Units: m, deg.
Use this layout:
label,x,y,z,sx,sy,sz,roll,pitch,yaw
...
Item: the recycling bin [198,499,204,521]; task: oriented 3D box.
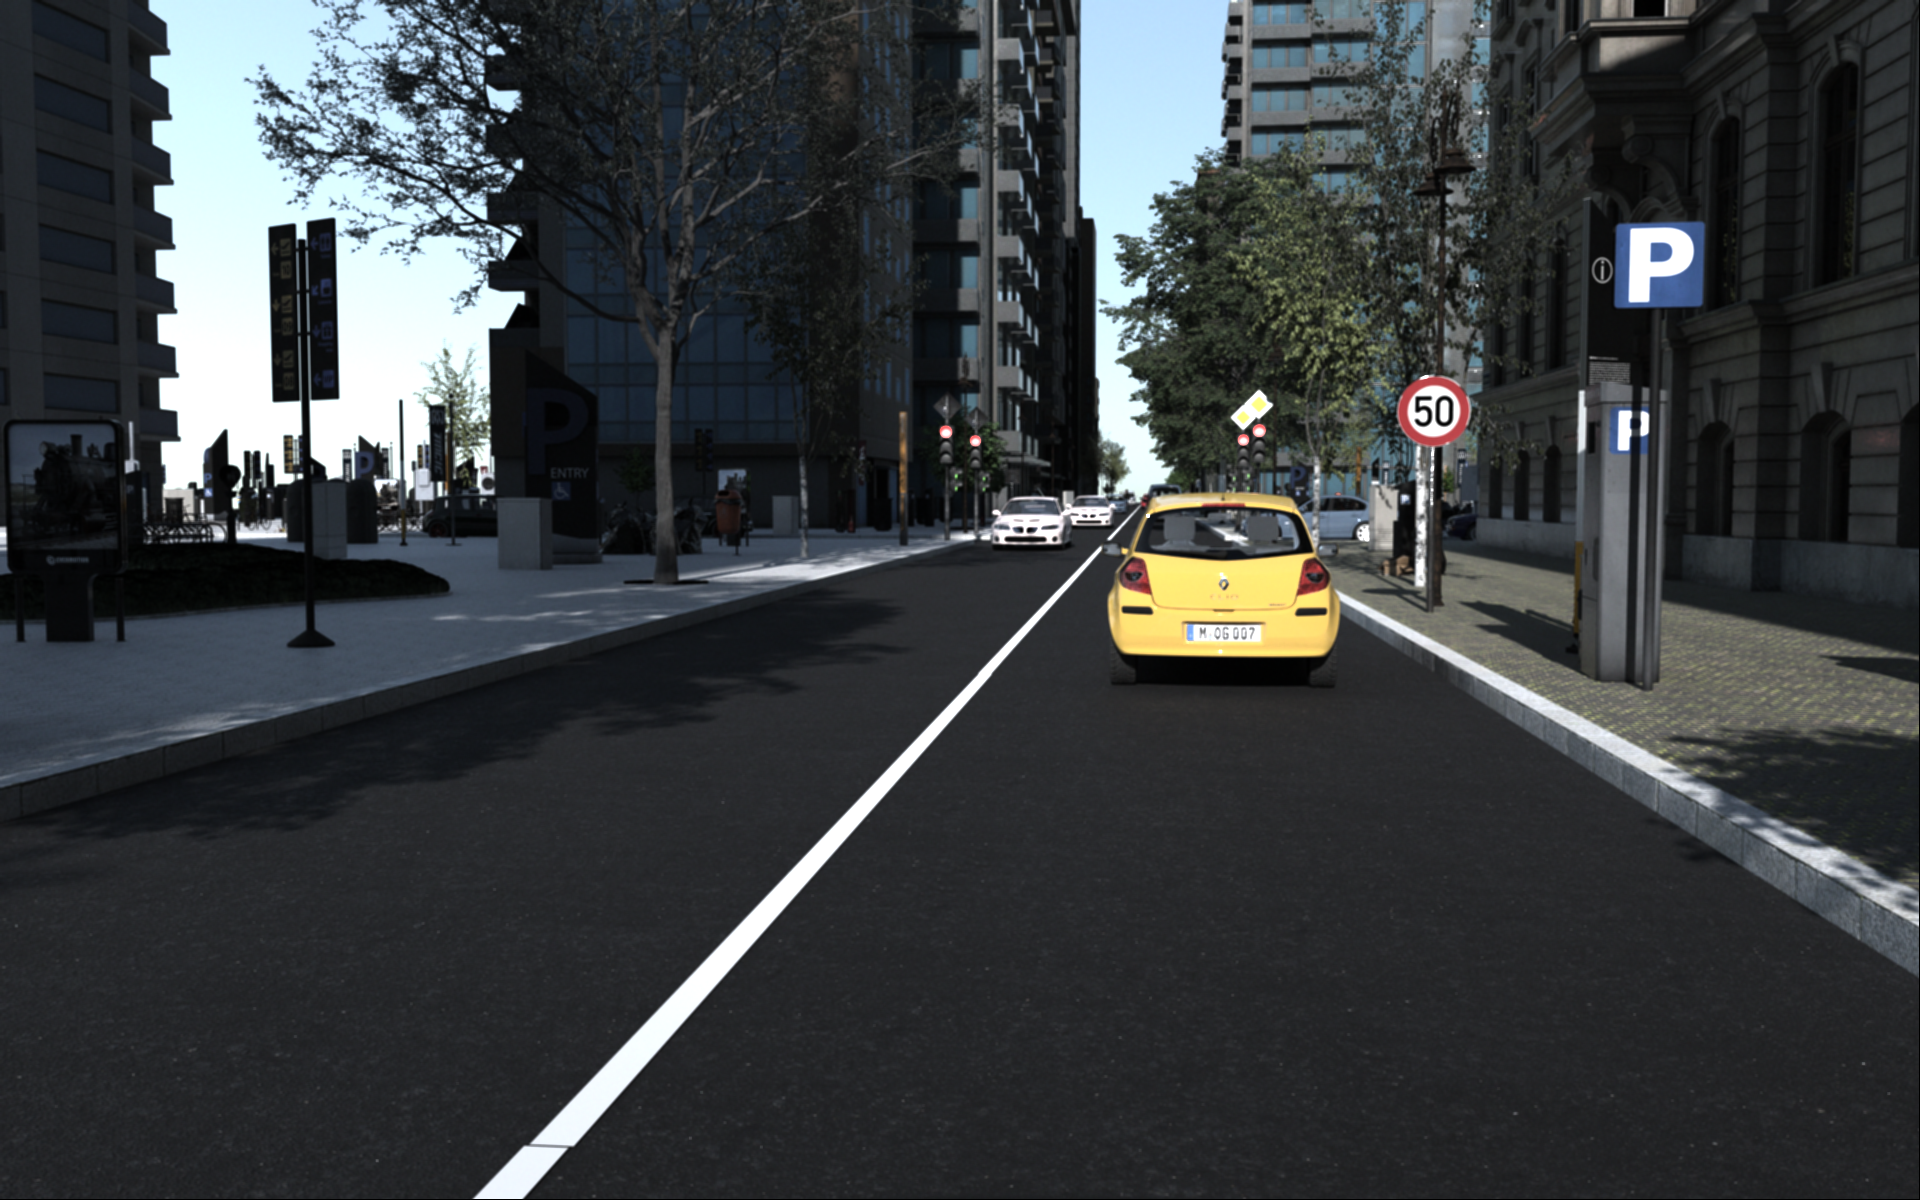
label,x,y,z,sx,sy,sz,roll,pitch,yaw
recycling bin,-35.125,-4.189,81.047,0.722,1.027,0.722,1,4,16

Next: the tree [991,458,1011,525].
label,x,y,z,sx,sy,sz,roll,pitch,yaw
tree,1.005,-4.791,72.934,1.663,3.219,1.824,0,3,0

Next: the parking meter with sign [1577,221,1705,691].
label,x,y,z,sx,sy,sz,roll,pitch,yaw
parking meter with sign,4.635,-0.965,12.033,0.543,3.016,1.738,1,4,10

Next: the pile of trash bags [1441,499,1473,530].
label,x,y,z,sx,sy,sz,roll,pitch,yaw
pile of trash bags,17.350,-3.181,61.758,1.912,1.369,3.447,-2,4,-34

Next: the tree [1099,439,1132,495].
label,x,y,z,sx,sy,sz,roll,pitch,yaw
tree,24.848,-21.606,287.662,8.767,10.594,7.601,3,5,42

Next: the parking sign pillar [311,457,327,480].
label,x,y,z,sx,sy,sz,roll,pitch,yaw
parking sign pillar,-42.878,-7.767,115.456,1.447,3.967,1.447,-3,5,-39

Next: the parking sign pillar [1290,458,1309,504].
label,x,y,z,sx,sy,sz,roll,pitch,yaw
parking sign pillar,23.717,-8.107,121.018,1.447,3.967,1.447,3,5,39

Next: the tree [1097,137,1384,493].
label,x,y,z,sx,sy,sz,roll,pitch,yaw
tree,10.078,-9.483,61.699,9.857,13.997,8.962,0,3,0

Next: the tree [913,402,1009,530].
label,x,y,z,sx,sy,sz,roll,pitch,yaw
tree,0.063,-4.778,61.833,4.285,4.588,4.351,0,3,0

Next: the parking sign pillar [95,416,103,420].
label,x,y,z,sx,sy,sz,roll,pitch,yaw
parking sign pillar,-30.183,-4.389,60.231,1.447,3.967,1.447,1,4,22

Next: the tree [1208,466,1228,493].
label,x,y,z,sx,sy,sz,roll,pitch,yaw
tree,19.140,-11.104,131.917,4.360,8.622,3.978,0,3,0

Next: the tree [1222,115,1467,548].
label,x,y,z,sx,sy,sz,roll,pitch,yaw
tree,7.407,-5.154,34.636,4.737,8.622,4.395,0,3,0

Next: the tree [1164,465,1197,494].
label,x,y,z,sx,sy,sz,roll,pitch,yaw
tree,25.060,-12.910,194.793,4.285,4.588,4.351,0,3,0

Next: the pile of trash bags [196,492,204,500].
label,x,y,z,sx,sy,sz,roll,pitch,yaw
pile of trash bags,-42.820,-5.288,96.213,3.447,1.369,1.912,2,4,30

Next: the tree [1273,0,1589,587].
label,x,y,z,sx,sy,sz,roll,pitch,yaw
tree,6.340,-4.477,23.556,4.360,8.622,3.978,0,3,0

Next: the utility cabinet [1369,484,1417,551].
label,x,y,z,sx,sy,sz,roll,pitch,yaw
utility cabinet,9.802,-1.851,38.942,1.173,1.500,0.318,-1,4,-15

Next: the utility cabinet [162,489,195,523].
label,x,y,z,sx,sy,sz,roll,pitch,yaw
utility cabinet,-32.281,-3.847,71.578,1.173,1.500,0.318,-1,4,-15

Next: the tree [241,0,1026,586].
label,x,y,z,sx,sy,sz,roll,pitch,yaw
tree,-4.243,-6.981,24.517,12.009,13.543,11.850,0,3,0

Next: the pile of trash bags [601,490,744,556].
label,x,y,z,sx,sy,sz,roll,pitch,yaw
pile of trash bags,-5.993,-1.653,36.787,3.447,1.369,1.912,2,4,32

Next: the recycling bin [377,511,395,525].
label,x,y,z,sx,sy,sz,roll,pitch,yaw
recycling bin,-24.214,-3.691,72.903,0.722,1.027,0.722,-2,4,-30

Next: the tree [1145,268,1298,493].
label,x,y,z,sx,sy,sz,roll,pitch,yaw
tree,12.752,-10.279,86.192,7.486,12.596,7.792,0,3,0

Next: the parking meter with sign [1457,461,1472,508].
label,x,y,z,sx,sy,sz,roll,pitch,yaw
parking meter with sign,26.975,-5.885,92.486,0.543,3.016,1.738,2,4,27

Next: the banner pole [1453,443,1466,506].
label,x,y,z,sx,sy,sz,roll,pitch,yaw
banner pole,24.376,-5.790,84.686,0.401,3.779,0.863,-3,4,-38

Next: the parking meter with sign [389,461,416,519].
label,x,y,z,sx,sy,sz,roll,pitch,yaw
parking meter with sign,-29.443,-5.785,90.849,1.738,3.016,0.543,0,4,-2

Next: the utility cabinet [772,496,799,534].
label,x,y,z,sx,sy,sz,roll,pitch,yaw
utility cabinet,-5.595,-2.720,55.637,0.306,1.237,1.020,-3,5,-43

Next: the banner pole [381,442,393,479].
label,x,y,z,sx,sy,sz,roll,pitch,yaw
banner pole,-27.269,-5.663,82.599,0.401,3.779,0.863,2,4,29

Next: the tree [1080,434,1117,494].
label,x,y,z,sx,sy,sz,roll,pitch,yaw
tree,15.856,-15.665,206.479,4.737,8.622,4.395,0,3,0

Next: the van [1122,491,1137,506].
label,x,y,z,sx,sy,sz,roll,pitch,yaw
van,19.903,-12.079,204.510,2.013,2.044,4.112,0,4,4

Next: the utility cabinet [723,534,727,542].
label,x,y,z,sx,sy,sz,roll,pitch,yaw
utility cabinet,-6.289,-2.184,46.867,0.306,1.237,1.020,0,4,-8

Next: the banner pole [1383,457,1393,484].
label,x,y,z,sx,sy,sz,roll,pitch,yaw
banner pole,28.509,-7.665,115.336,0.863,3.779,0.401,-1,4,-10

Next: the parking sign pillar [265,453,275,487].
label,x,y,z,sx,sy,sz,roll,pitch,yaw
parking sign pillar,-45.273,-7.652,113.575,1.447,3.967,1.447,-2,4,-26

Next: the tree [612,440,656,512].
label,x,y,z,sx,sy,sz,roll,pitch,yaw
tree,-11.401,-4.086,61.413,1.663,3.219,1.824,0,3,0

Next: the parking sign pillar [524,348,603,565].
label,x,y,z,sx,sy,sz,roll,pitch,yaw
parking sign pillar,-7.372,-2.666,32.060,1.447,3.967,1.447,0,4,-5

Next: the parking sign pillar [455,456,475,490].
label,x,y,z,sx,sy,sz,roll,pitch,yaw
parking sign pillar,-34.605,-8.117,121.184,1.447,3.967,1.447,-1,4,-8

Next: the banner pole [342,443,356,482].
label,x,y,z,sx,sy,sz,roll,pitch,yaw
banner pole,-29.900,-5.811,85.023,0.863,3.779,0.401,-3,5,-41

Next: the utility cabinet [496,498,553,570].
label,x,y,z,sx,sy,sz,roll,pitch,yaw
utility cabinet,-7.414,-1.123,29.530,1.020,1.237,0.306,2,4,31

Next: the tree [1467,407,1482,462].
label,x,y,z,sx,sy,sz,roll,pitch,yaw
tree,37.246,-10.486,121.805,4.737,8.622,4.395,0,3,0

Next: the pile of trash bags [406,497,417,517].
label,x,y,z,sx,sy,sz,roll,pitch,yaw
pile of trash bags,-31.526,-5.224,95.166,3.447,1.369,1.912,1,4,16

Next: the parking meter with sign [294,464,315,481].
label,x,y,z,sx,sy,sz,roll,pitch,yaw
parking meter with sign,-38.314,-6.407,101.015,1.738,3.016,0.543,3,4,36

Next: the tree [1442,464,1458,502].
label,x,y,z,sx,sy,sz,roll,pitch,yaw
tree,31.037,-7.047,109.811,1.663,3.219,1.824,0,3,0

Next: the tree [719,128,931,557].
label,x,y,z,sx,sy,sz,roll,pitch,yaw
tree,-2.990,-5.178,35.023,4.360,8.622,3.978,0,3,0

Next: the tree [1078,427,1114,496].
label,x,y,z,sx,sy,sz,roll,pitch,yaw
tree,14.781,-14.598,189.039,4.360,8.622,3.978,0,3,0

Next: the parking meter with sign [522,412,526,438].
label,x,y,z,sx,sy,sz,roll,pitch,yaw
parking meter with sign,-8.847,-2.437,36.098,0.543,3.016,1.738,-1,4,-13

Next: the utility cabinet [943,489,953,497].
label,x,y,z,sx,sy,sz,roll,pitch,yaw
utility cabinet,-0.559,-4.357,79.919,0.318,1.500,1.173,0,4,8

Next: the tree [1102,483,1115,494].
label,x,y,z,sx,sy,sz,roll,pitch,yaw
tree,21.640,-15.936,255.147,1.663,3.219,1.824,0,3,0

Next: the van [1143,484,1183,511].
label,x,y,z,sx,sy,sz,roll,pitch,yaw
van,8.782,-4.091,73.907,2.013,2.044,4.112,1,4,8

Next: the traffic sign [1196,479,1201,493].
label,x,y,z,sx,sy,sz,roll,pitch,yaw
traffic sign,16.456,-7.121,118.552,0.606,2.300,0.079,0,4,7

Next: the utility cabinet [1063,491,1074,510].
label,x,y,z,sx,sy,sz,roll,pitch,yaw
utility cabinet,7.621,-6.935,122.062,0.318,1.500,1.173,2,4,30

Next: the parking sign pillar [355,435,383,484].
label,x,y,z,sx,sy,sz,roll,pitch,yaw
parking sign pillar,-26.968,-5.540,79.059,1.447,3.967,1.447,2,4,23

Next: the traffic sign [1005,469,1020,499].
label,x,y,z,sx,sy,sz,roll,pitch,yaw
traffic sign,2.113,-4.164,70.219,0.606,2.300,0.079,1,4,10

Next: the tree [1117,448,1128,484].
label,x,y,z,sx,sy,sz,roll,pitch,yaw
tree,23.932,-19.530,269.673,4.737,8.622,4.395,0,3,0

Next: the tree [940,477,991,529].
label,x,y,z,sx,sy,sz,roll,pitch,yaw
tree,0.087,-4.284,64.638,1.663,3.219,1.824,0,3,0

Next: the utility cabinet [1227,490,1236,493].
label,x,y,z,sx,sy,sz,roll,pitch,yaw
utility cabinet,14.268,-4.898,88.762,1.173,1.500,0.318,2,4,34

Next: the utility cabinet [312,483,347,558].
label,x,y,z,sx,sy,sz,roll,pitch,yaw
utility cabinet,-12.245,-1.525,33.605,0.318,1.500,1.173,0,4,-3

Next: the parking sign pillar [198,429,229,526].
label,x,y,z,sx,sy,sz,roll,pitch,yaw
parking sign pillar,-30.554,-5.056,71.134,1.447,3.967,1.447,0,4,5

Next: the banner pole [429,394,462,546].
label,x,y,z,sx,sy,sz,roll,pitch,yaw
banner pole,-12.833,-3.245,43.079,0.401,3.779,0.863,3,5,40

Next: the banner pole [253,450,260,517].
label,x,y,z,sx,sy,sz,roll,pitch,yaw
banner pole,-40.319,-6.680,99.231,0.863,3.779,0.401,2,4,35

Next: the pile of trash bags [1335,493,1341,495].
label,x,y,z,sx,sy,sz,roll,pitch,yaw
pile of trash bags,26.478,-6.701,119.315,1.912,1.369,3.447,0,4,-7

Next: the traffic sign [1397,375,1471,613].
label,x,y,z,sx,sy,sz,roll,pitch,yaw
traffic sign,5.092,-1.136,18.687,0.768,2.556,0.104,1,4,9
